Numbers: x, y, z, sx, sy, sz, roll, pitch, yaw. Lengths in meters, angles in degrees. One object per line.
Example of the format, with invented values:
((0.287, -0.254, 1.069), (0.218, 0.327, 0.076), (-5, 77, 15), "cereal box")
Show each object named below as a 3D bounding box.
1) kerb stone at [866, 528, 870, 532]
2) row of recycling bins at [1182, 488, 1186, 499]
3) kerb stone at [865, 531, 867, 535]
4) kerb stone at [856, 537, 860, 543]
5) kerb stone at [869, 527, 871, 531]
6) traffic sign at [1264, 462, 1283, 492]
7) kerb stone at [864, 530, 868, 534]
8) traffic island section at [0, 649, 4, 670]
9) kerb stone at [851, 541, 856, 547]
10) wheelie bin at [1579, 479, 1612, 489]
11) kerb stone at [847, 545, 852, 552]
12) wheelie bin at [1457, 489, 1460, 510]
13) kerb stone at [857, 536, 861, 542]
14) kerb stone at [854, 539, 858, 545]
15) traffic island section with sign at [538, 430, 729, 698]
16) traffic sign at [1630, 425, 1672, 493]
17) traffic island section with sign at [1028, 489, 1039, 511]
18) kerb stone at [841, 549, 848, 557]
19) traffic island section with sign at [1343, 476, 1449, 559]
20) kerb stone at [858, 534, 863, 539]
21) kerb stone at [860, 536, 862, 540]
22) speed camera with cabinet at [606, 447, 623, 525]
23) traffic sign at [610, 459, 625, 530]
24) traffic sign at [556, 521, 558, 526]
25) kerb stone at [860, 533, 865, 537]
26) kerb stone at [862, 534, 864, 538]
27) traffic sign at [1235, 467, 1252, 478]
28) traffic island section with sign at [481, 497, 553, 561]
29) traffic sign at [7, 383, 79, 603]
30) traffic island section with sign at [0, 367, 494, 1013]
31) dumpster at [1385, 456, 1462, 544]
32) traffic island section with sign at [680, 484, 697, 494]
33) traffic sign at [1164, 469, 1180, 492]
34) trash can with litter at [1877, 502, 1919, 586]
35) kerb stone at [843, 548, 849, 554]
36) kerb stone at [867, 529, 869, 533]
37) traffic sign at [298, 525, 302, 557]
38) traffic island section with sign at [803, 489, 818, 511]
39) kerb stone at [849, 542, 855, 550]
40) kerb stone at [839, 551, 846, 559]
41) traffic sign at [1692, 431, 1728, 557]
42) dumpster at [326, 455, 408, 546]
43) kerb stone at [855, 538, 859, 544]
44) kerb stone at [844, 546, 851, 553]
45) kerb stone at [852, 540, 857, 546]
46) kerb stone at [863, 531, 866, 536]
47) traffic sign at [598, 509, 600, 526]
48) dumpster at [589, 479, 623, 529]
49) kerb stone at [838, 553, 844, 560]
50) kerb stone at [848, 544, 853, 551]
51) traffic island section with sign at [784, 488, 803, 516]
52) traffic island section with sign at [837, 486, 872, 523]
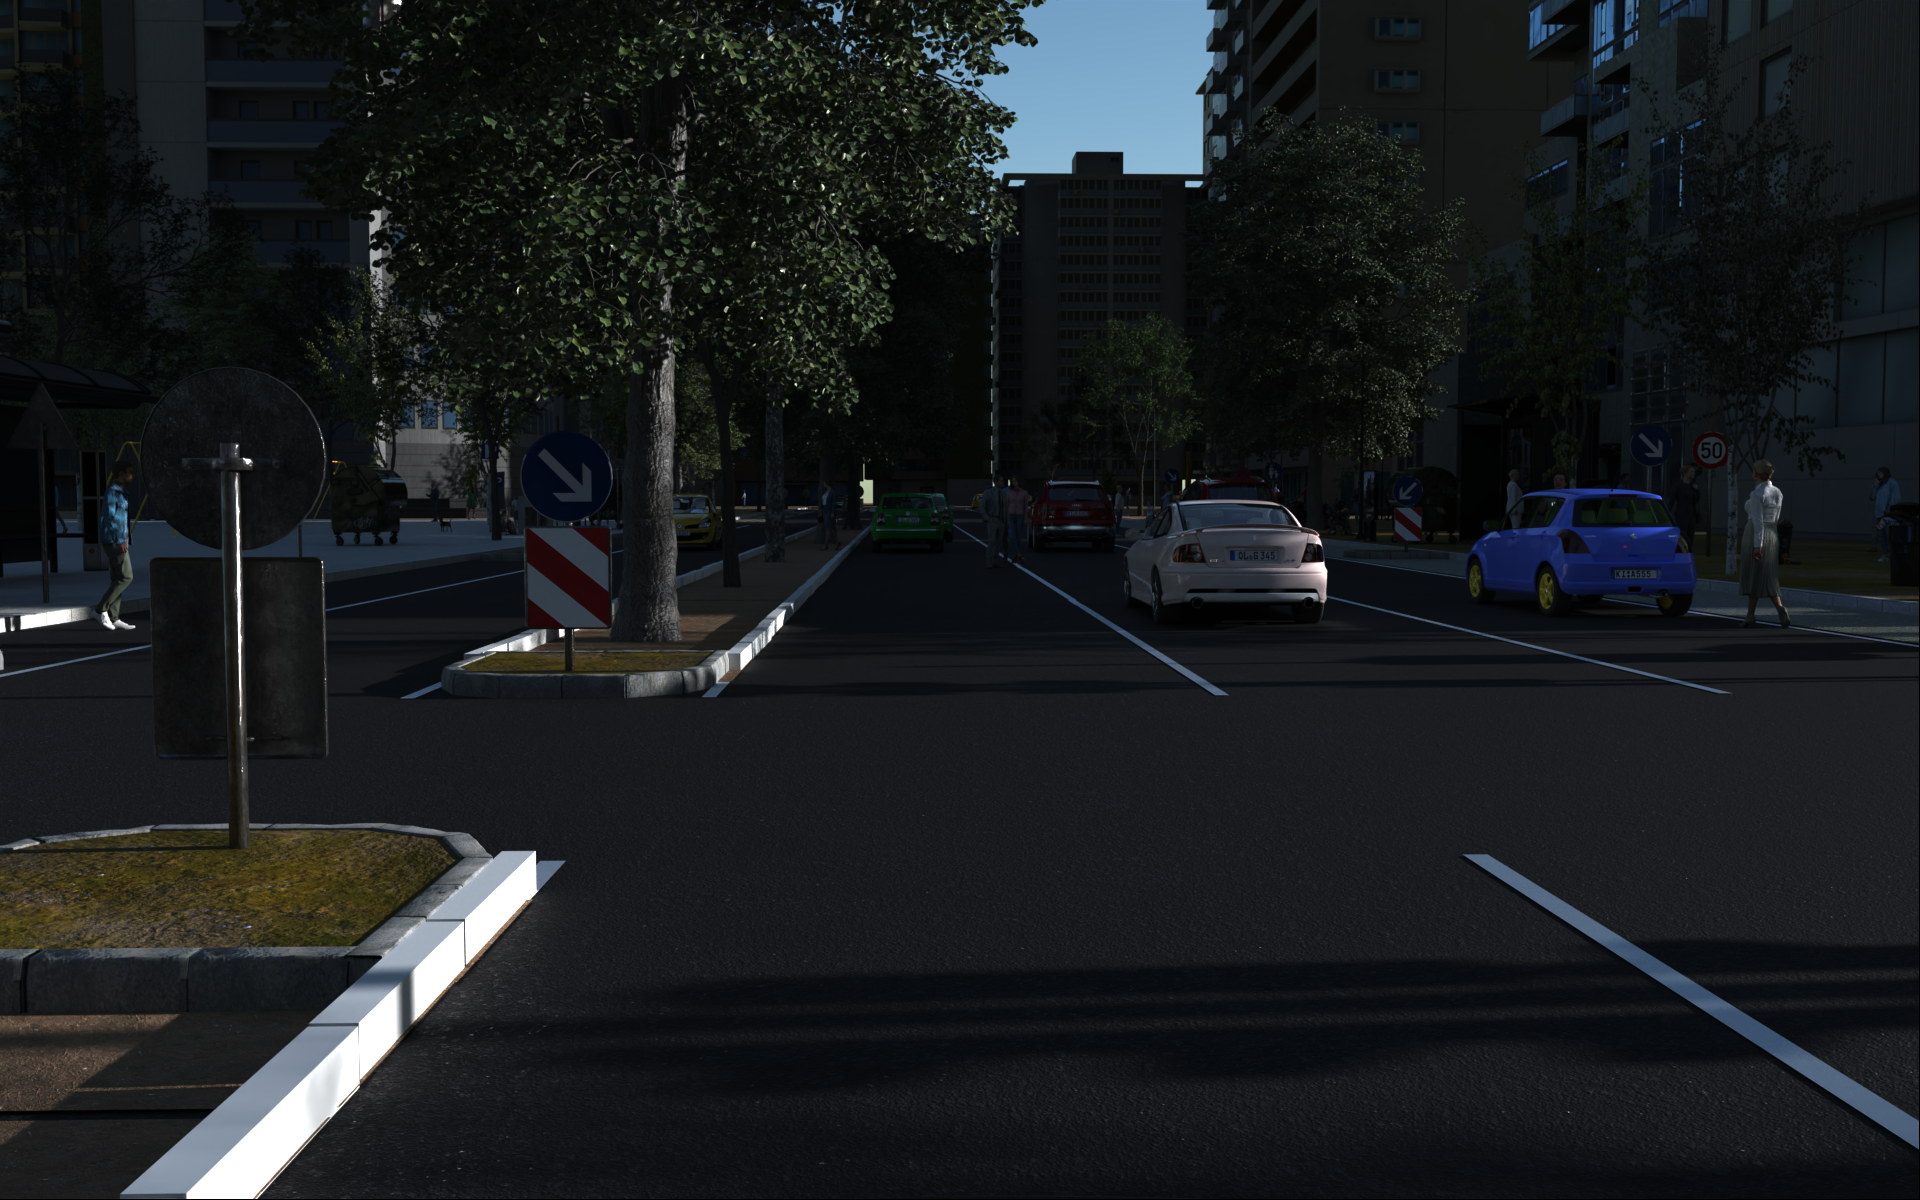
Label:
((-3.320, -2.351, 60.638), (0.120, 0.150, 1.000), (0, 4, -2), "kerb stone")
((12.081, -4.850, 86.417), (1.069, 1.692, 3.534), (-1, 4, -18), "row of recycling bins")
((-3.188, -2.100, 56.538), (0.120, 0.150, 1.000), (0, 4, -2), "kerb stone")
((-2.929, -1.597, 48.313), (0.120, 0.150, 1.000), (0, 4, -2), "kerb stone")
((-3.390, -2.477, 62.688), (0.120, 0.150, 1.000), (0, 4, -2), "kerb stone")
((12.467, -4.211, 68.948), (0.768, 2.556, 0.104), (0, 4, 2), "traffic sign")
((-3.218, -2.159, 57.574), (0.120, 0.150, 1.000), (0, 4, -2), "kerb stone")
((-8.794, 0.553, 13.239), (2.009, 0.180, 2.903), (0, 4, -2), "traffic island section")
((-2.790, -1.344, 44.216), (0.120, 0.150, 1.000), (0, 4, -2), "kerb stone")
((13.700, -1.800, 37.333), (0.980, 1.594, 0.693), (-1, 4, -21), "wheelie bin")
((-2.700, -1.159, 41.150), (0.120, 0.150, 1.000), (0, 4, -2), "kerb stone")
((14.762, -2.586, 50.195), (0.693, 1.594, 0.980), (1, 4, 15), "wheelie bin")
((-2.953, -1.658, 49.335), (0.120, 0.150, 1.000), (0, 4, -2), "kerb stone")
((-2.858, -1.472, 46.270), (0.120, 0.150, 1.000), (0, 4, -2), "kerb stone")
((-2.837, -0.303, 13.085), (2.006, 1.907, 1.989), (0, 4, -2), "traffic island section with sign")
((12.695, -1.945, 31.913), (0.768, 2.556, 0.104), (0, 4, 2), "traffic sign")
((6.315, -8.220, 143.018), (1.989, 1.847, 2.006), (0, 4, -2), "traffic island section with sign")
((-2.605, -0.972, 38.084), (0.120, 0.150, 1.000), (0, 4, -2), "kerb stone")
((9.656, -1.835, 38.628), (1.989, 1.847, 2.006), (0, 4, -2), "traffic island section with sign")
((-3.024, -1.786, 51.404), (0.120, 0.150, 1.000), (0, 4, -2), "kerb stone")
((-2.992, -1.712, 50.367), (0.120, 0.150, 1.000), (0, 4, -2), "kerb stone")
((-14.407, -4.820, 73.149), (0.660, 3.252, 2.038), (3, 4, 36), "speed camera with cabinet")
((-12.240, -3.787, 62.022), (0.768, 2.556, 0.104), (0, 4, 7), "traffic sign")
((-12.837, -3.371, 55.112), (0.884, 2.594, 0.081), (0, 4, 4), "traffic sign")
((-3.096, -1.911, 53.468), (0.120, 0.150, 1.000), (0, 4, -2), "kerb stone")
((-3.057, -1.849, 52.434), (0.120, 0.150, 1.000), (0, 4, -2), "kerb stone")
((13.573, -5.071, 83.016), (0.768, 2.556, 0.104), (0, 4, 0), "traffic sign")
((-9.250, -1.787, 37.841), (1.989, 1.847, 2.006), (0, 4, -2), "traffic island section with sign")
((-10.788, -1.246, 20.370), (0.884, 2.594, 0.081), (0, 4, 6), "traffic sign")
((-2.610, 0.150, 5.681), (2.006, 1.907, 1.989), (0, 4, -2), "traffic island section with sign")
((12.000, -2.591, 44.861), (1.502, 2.255, 1.985), (0, 4, -2), "dumpster")
((-10.126, -3.434, 64.782), (1.989, 1.847, 2.006), (0, 4, -2), "traffic island section with sign")
((10.571, -5.278, 86.393), (0.768, 2.556, 0.104), (0, 4, 7), "traffic sign")
((13.404, -0.795, 24.381), (1.055, 1.170, 0.624), (-3, 5, -43), "trash can with litter")
((-2.634, -1.034, 39.106), (0.120, 0.150, 1.000), (0, 4, -2), "kerb stone")
((-3.285, -2.289, 59.617), (0.120, 0.150, 1.000), (0, 4, -2), "kerb stone")
((-12.522, -2.006, 32.808), (0.884, 2.594, 0.081), (0, 4, 1), "traffic sign")
((-12.598, -8.193, 142.586), (1.989, 1.847, 2.006), (0, 4, -2), "traffic island section with sign")
((-2.758, -1.284, 43.194), (0.120, 0.150, 1.000), (0, 4, -2), "kerb stone")
((-2.569, -0.909, 37.062), (0.120, 0.150, 1.000), (0, 4, -2), "kerb stone")
((15.289, -2.154, 35.322), (0.768, 2.556, 0.104), (0, 4, 6), "traffic sign")
((-14.882, -2.506, 43.460), (1.502, 2.255, 1.985), (0, 4, -2), "dumpster")
((-2.897, -1.531, 47.292), (0.120, 0.150, 1.000), (0, 4, -2), "kerb stone")
((-2.668, -1.094, 40.128), (0.120, 0.150, 1.000), (0, 4, -2), "kerb stone")
((-2.821, -1.410, 45.245), (0.120, 0.150, 1.000), (0, 4, -2), "kerb stone")
((-3.160, -2.036, 55.516), (0.120, 0.150, 1.000), (0, 4, -2), "kerb stone")
((-12.659, -3.703, 60.651), (0.768, 2.556, 0.104), (0, 4, 8), "traffic sign")
((-12.885, -3.732, 63.510), (1.502, 2.255, 1.985), (0, 4, -2), "dumpster")
((-2.540, -0.844, 36.040), (0.120, 0.150, 1.000), (0, 4, -2), "kerb stone")
((-2.733, -1.219, 42.172), (0.120, 0.150, 1.000), (0, 4, -2), "kerb stone")
((-11.742, -6.545, 115.645), (1.989, 1.847, 2.006), (0, 4, -2), "traffic island section with sign")
((-5.247, -4.896, 88.185), (2.006, 1.907, 1.989), (0, 4, -2), "traffic island section with sign")
